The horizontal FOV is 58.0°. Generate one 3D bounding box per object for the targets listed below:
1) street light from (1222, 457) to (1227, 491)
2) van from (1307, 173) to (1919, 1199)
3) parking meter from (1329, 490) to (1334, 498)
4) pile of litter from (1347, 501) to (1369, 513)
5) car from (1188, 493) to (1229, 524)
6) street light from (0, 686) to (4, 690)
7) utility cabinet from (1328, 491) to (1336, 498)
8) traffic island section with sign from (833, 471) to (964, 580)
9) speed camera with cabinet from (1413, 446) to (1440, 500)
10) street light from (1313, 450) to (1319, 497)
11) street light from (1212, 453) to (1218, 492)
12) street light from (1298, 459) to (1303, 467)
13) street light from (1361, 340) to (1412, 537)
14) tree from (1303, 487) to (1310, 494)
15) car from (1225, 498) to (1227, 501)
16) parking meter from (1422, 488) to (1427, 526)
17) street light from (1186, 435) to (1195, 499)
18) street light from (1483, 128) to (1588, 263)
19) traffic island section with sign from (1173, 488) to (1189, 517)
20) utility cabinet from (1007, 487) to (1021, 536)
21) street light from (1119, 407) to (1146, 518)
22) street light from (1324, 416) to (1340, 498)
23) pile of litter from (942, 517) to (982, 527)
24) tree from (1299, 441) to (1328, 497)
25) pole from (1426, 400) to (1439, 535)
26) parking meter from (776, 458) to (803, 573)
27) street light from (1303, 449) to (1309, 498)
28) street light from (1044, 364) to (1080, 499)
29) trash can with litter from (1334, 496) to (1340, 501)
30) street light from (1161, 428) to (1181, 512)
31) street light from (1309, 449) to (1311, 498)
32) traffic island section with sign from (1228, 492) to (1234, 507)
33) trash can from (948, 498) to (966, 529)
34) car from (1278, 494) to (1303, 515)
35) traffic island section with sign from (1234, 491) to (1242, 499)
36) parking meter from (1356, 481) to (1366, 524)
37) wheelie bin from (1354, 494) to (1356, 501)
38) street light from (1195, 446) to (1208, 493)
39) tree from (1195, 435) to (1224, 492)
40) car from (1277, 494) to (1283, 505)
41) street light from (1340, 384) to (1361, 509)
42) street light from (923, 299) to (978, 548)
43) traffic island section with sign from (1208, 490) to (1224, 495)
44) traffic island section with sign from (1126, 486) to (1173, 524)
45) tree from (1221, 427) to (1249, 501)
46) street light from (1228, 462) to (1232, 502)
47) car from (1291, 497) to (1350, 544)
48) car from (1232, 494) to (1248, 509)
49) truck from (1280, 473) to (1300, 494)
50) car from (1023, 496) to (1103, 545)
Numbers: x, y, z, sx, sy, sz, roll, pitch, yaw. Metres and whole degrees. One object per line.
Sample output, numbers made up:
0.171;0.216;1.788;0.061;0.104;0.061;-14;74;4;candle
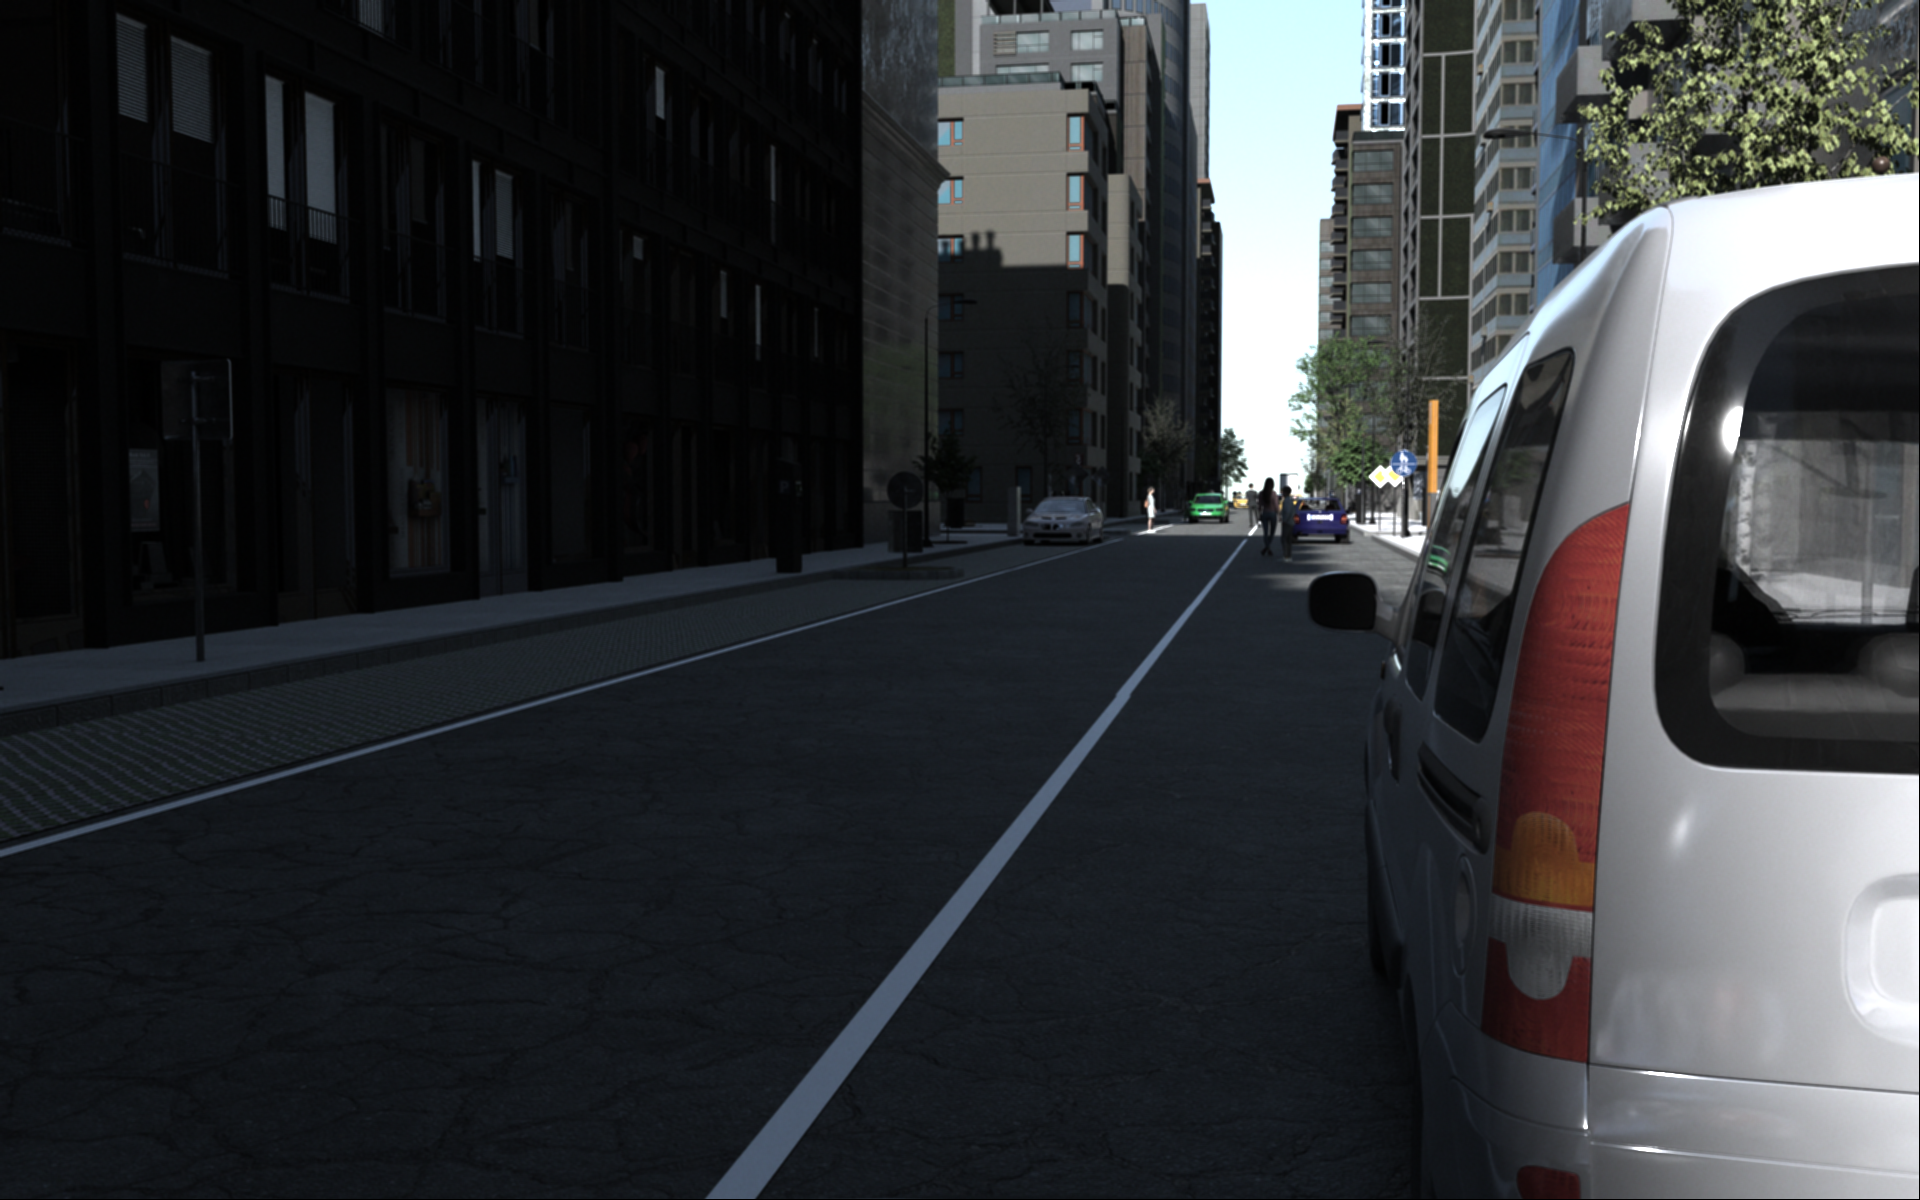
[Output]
32.797;-15.084;219.160;1.470;5.913;1.316;1;4;10;street light
1.792;0.194;3.848;2.013;2.044;4.112;1;4;12;van
25.355;-6.719;118.274;0.372;1.533;0.369;0;3;0;parking meter
27.294;-6.430;119.103;1.719;0.858;1.176;1;4;17;pile of litter
12.339;-4.710;85.807;1.959;1.807;4.718;1;4;12;car
-5.916;-2.354;11.034;1.470;5.913;1.316;1;4;10;street light
28.133;-7.476;130.911;0.318;1.500;1.173;2;4;31;utility cabinet
-0.991;-1.284;29.620;1.989;1.847;2.006;1;4;10;traffic island section with sign
19.727;-4.724;71.576;2.038;3.252;0.660;-2;4;-24;speed camera with cabinet
28.119;-9.840;133.427;1.470;5.913;1.316;1;4;10;street light
28.934;-13.804;198.235;1.470;5.913;1.316;1;4;10;street light
45.837;-15.701;229.258;1.470;5.913;1.316;1;4;10;street light
12.950;-4.877;52.281;1.470;5.913;1.316;1;4;10;street light
53.063;-16.487;264.167;1.663;3.219;1.824;0;3;0;tree
24.374;-9.482;164.813;2.009;1.686;4.222;1;4;11;car
18.736;-3.735;69.477;0.372;1.533;0.369;0;3;0;parking meter
17.649;-10.083;137.402;1.470;5.913;1.316;1;4;10;street light
7.338;-3.028;22.054;1.470;5.913;1.316;1;4;10;street light
14.103;-6.247;110.770;1.989;1.847;2.006;1;4;10;traffic island section with sign
1.649;-2.720;53.155;0.318;1.500;1.173;0;4;8;utility cabinet
9.163;-7.317;92.182;1.470;5.913;1.316;1;4;10;street light
22.430;-8.004;103.409;1.470;5.913;1.316;1;4;10;street light
0.093;-3.294;67.821;1.719;0.858;1.176;-1;4;-12;pile of litter
44.934;-16.432;219.018;4.360;8.622;3.978;0;3;0;tree
10.263;-2.678;37.625;0.158;3.312;0.155;0;3;0;pole
-2.773;-1.373;28.168;0.399;1.863;0.255;2;4;27;parking meter
36.517;-12.637;179.148;1.470;5.913;1.316;1;4;10;street light
3.600;-5.480;62.140;1.470;5.913;1.316;1;4;10;street light
28.032;-7.129;127.942;1.055;1.170;0.624;2;4;28;trash can with litter
14.858;-9.153;122.199;1.470;5.913;1.316;1;4;10;street light
30.822;-10.738;148.106;1.470;5.913;1.316;1;4;10;street light
28.223;-10.889;186.666;1.989;1.847;2.006;1;4;10;traffic island section with sign
-0.149;-3.234;64.537;0.748;1.137;0.748;0;3;0;trash can
22.412;-6.512;116.702;2.015;1.641;3.980;1;4;9;car
38.353;-14.224;241.181;1.989;1.847;2.006;1;4;10;traffic island section with sign
17.338;-4.233;74.925;0.255;1.863;0.399;-2;4;-31;parking meter
28.350;-7.027;122.796;0.693;1.594;0.980;0;4;-3;wheelie bin
23.298;-11.964;168.156;1.470;5.913;1.316;1;4;10;street light
29.862;-15.911;210.508;4.737;8.622;4.395;0;3;0;tree
26.955;-8.198;143.823;2.009;1.686;4.222;1;4;11;car
16.954;-6.166;73.352;1.470;5.913;1.316;1;4;10;street light
-0.275;-4.215;41.462;1.470;5.913;1.316;1;4;10;street light
23.245;-9.252;159.898;1.989;1.847;2.006;1;4;10;traffic island section with sign
9.134;-4.612;84.039;1.989;1.847;2.006;1;4;10;traffic island section with sign
45.189;-22.928;292.994;7.486;12.596;7.792;0;3;0;tree
38.346;-16.921;249.204;1.470;5.913;1.316;1;4;10;street light
10.524;-2.354;51.066;1.945;1.354;3.894;1;4;9;car
27.010;-9.486;165.327;2.015;1.641;3.980;1;4;9;car
45.834;-15.419;241.017;2.839;4.237;11.283;1;4;12;truck
3.005;-2.285;49.728;2.083;1.381;4.827;1;4;12;car
